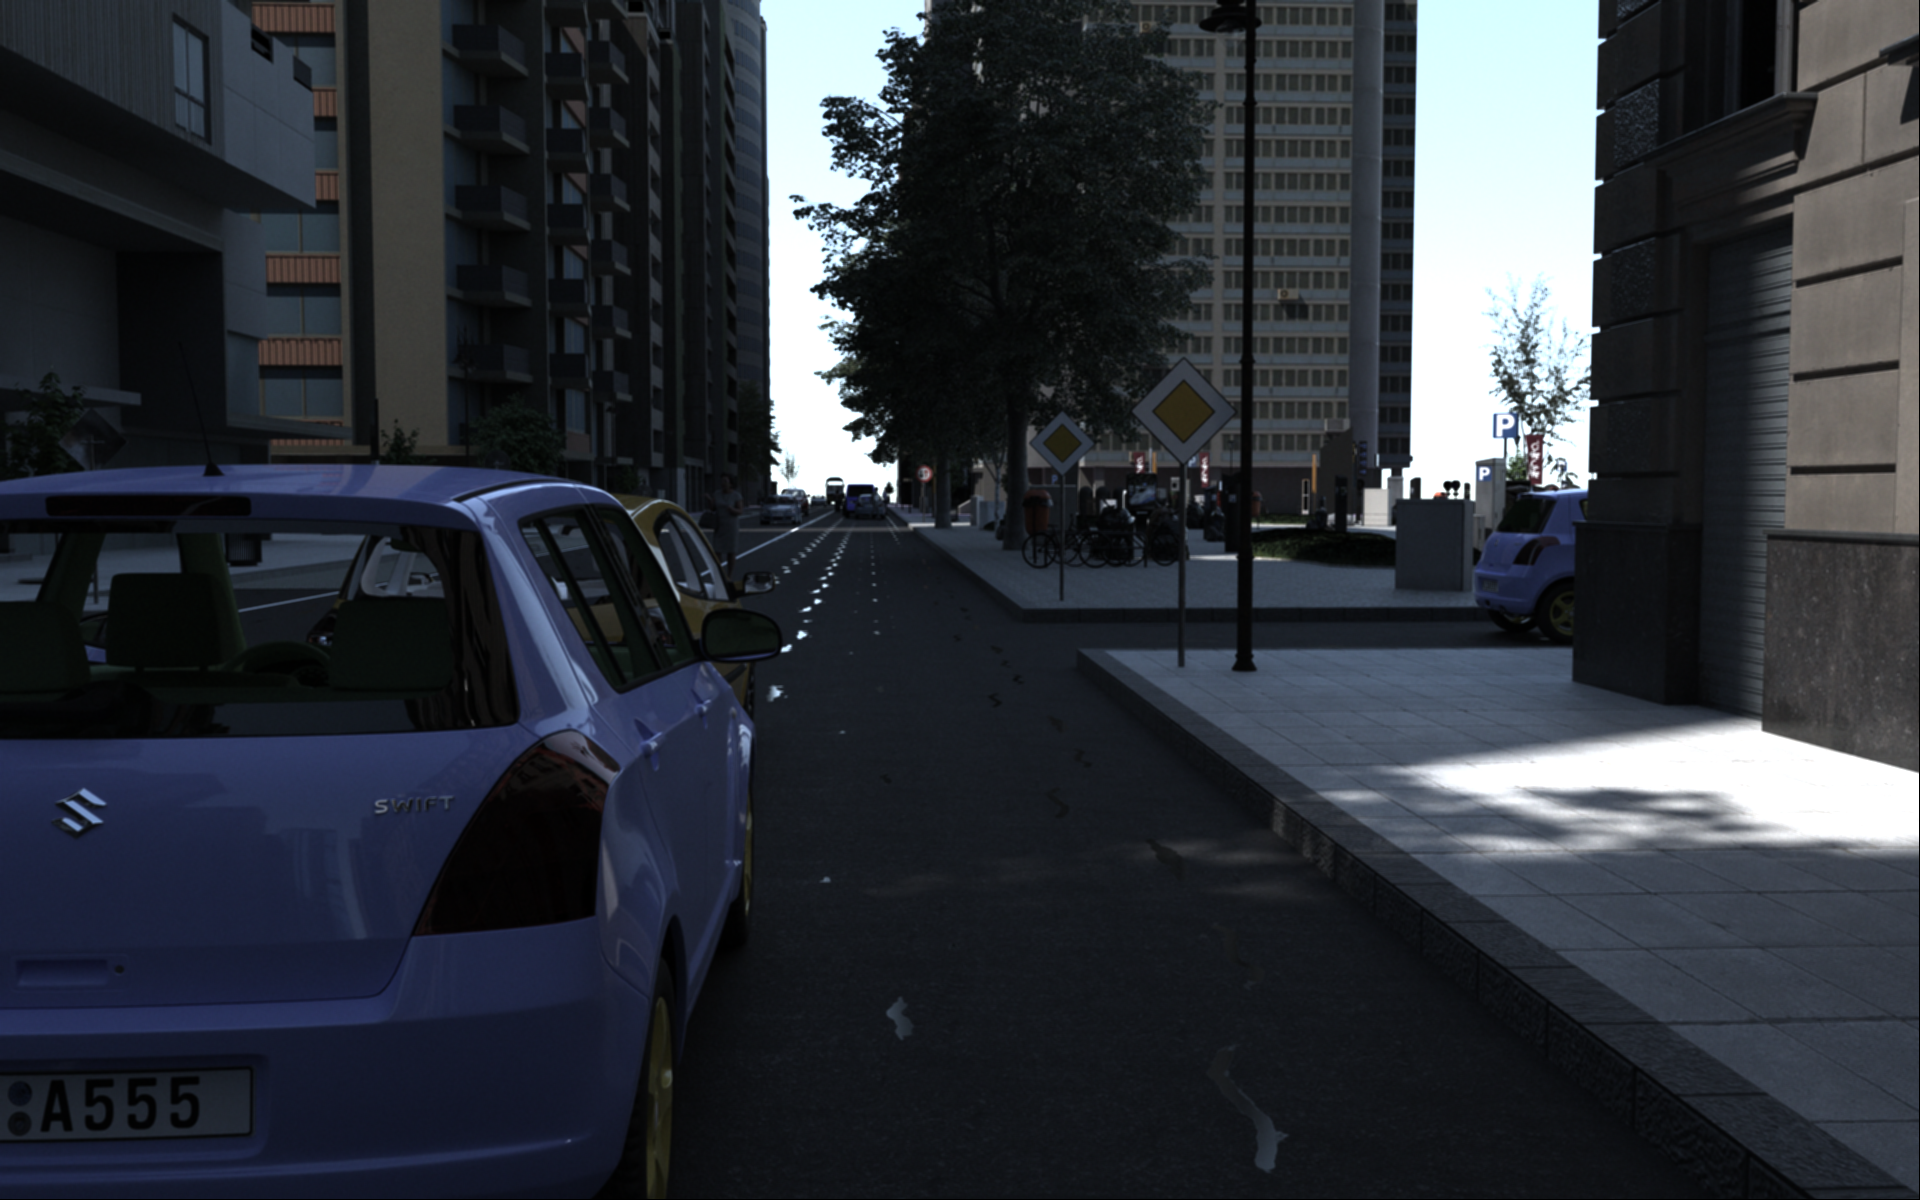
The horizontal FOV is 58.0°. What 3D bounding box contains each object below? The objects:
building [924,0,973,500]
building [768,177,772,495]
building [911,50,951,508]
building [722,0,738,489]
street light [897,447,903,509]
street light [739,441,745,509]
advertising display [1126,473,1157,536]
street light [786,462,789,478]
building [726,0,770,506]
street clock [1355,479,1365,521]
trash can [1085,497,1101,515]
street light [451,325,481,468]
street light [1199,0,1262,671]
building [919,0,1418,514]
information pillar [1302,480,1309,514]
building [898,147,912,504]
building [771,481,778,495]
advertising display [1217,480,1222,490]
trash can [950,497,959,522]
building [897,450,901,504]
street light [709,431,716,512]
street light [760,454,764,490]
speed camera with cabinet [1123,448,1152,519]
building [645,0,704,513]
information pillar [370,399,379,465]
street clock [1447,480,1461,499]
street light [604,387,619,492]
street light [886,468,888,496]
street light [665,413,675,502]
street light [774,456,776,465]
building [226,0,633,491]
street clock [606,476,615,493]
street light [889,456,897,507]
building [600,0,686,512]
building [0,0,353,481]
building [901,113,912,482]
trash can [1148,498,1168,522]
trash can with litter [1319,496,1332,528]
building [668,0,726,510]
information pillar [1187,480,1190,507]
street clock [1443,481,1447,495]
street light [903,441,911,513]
[{"bbox_3d":[10.850,-33.868,142.987,28.713,52.752,27.495,0,4,-3],"label":"building"},{"bbox_3d":[-30.830,-32.428,213.786,14.154,41.232,14.086,0,4,-3],"label":"building"},{"bbox_3d":[2.407,-29.374,163.852,14.154,41.232,14.086,0,4,-3],"label":"building"},{"bbox_3d":[-31.395,-32.439,154.077,21.300,48.544,21.600,0,4,-3],"label":"building"},{"bbox_3d":[-4.791,-10.469,143.952,0.468,5.910,1.993,0,4,-3],"label":"street light"},{"bbox_3d":[-18.994,-10.933,151.543,0.468,5.910,1.993,0,4,-3],"label":"street light"},{"bbox_3d":[5.567,-2.930,53.118,0.974,1.923,0.123,-1,4,-18],"label":"advertising display"},{"bbox_3d":[-23.323,-16.010,234.548,0.468,5.910,1.993,0,4,-3],"label":"street light"},{"bbox_3d":[-32.605,-39.757,192.027,21.231,58.520,28.212,0,4,-3],"label":"building"},{"bbox_3d":[18.939,-4.746,82.167,0.471,2.002,0.358,0,4,8],"label":"street clock"},{"bbox_3d":[6.173,-4.194,80.219,0.748,1.137,0.748,0,3,0],"label":"trash can"},{"bbox_3d":[-13.486,-4.563,47.397,0.468,5.910,1.993,0,4,-3],"label":"street light"},{"bbox_3d":[2.070,-2.425,12.433,0.468,5.910,1.993,0,4,-3],"label":"street light"},{"bbox_3d":[13.519,-26.046,117.740,32.217,40.220,23.993,0,4,-3],"label":"building"},{"bbox_3d":[17.637,-5.134,88.425,0.304,2.012,0.304,0,4,4],"label":"information pillar"},{"bbox_3d":[-0.821,-34.798,219.064,14.600,45.320,14.200,0,4,-3],"label":"building"},{"bbox_3d":[-40.988,-33.062,232.445,32.217,40.220,23.993,0,4,-3],"label":"building"},{"bbox_3d":[12.407,-4.654,81.302,0.974,1.923,0.123,-3,5,-43],"label":"advertising display"},{"bbox_3d":[-0.394,-4.189,80.148,0.748,1.137,0.748,0,3,0],"label":"trash can"},{"bbox_3d":[5.242,-24.257,241.648,27.650,21.520,28.899,0,4,-3],"label":"building"},{"bbox_3d":[-17.692,-9.267,124.310,0.468,5.910,1.993,0,4,-3],"label":"street light"},{"bbox_3d":[-20.538,-12.675,180.028,0.468,5.910,1.993,0,4,-3],"label":"street light"},{"bbox_3d":[7.799,-4.956,75.366,0.660,3.252,2.038,-1,4,-22],"label":"speed camera with cabinet"},{"bbox_3d":[-28.507,-41.597,118.364,20.563,71.187,20.611,0,4,-3],"label":"building"},{"bbox_3d":[-14.417,-3.141,42.713,0.183,3.616,0.504,-2,4,-33],"label":"information pillar"},{"bbox_3d":[25.868,-5.249,90.384,0.358,2.002,0.471,-2,4,-25],"label":"street clock"},{"bbox_3d":[-15.021,-6.250,74.969,0.468,5.910,1.993,0,4,-3],"label":"street light"},{"bbox_3d":[-9.202,-15.564,227.261,0.468,5.910,1.993,0,4,-3],"label":"street light"},{"bbox_3d":[-16.201,-7.594,96.953,0.468,5.910,1.993,0,4,-3],"label":"street light"},{"bbox_3d":[-22.002,-14.334,207.143,0.468,5.910,1.993,0,4,-3],"label":"street light"},{"bbox_3d":[-26.412,-25.669,74.307,22.147,44.769,28.867,0,4,-3],"label":"building"},{"bbox_3d":[-14.405,-4.085,71.361,0.358,2.002,0.471,-1,4,-23],"label":"street clock"},{"bbox_3d":[-7.728,-13.884,199.783,0.468,5.910,1.993,0,4,-3],"label":"street light"},{"bbox_3d":[-24.113,-20.211,102.151,14.160,30.474,14.107,0,4,-3],"label":"building"},{"bbox_3d":[-29.438,-27.095,32.235,28.713,52.752,27.495,0,4,-3],"label":"building"},{"bbox_3d":[4.444,-33.179,197.100,22.147,44.769,28.867,0,4,-3],"label":"building"},{"bbox_3d":[6.950,-3.024,61.093,0.748,1.137,0.748,0,3,0],"label":"trash can"},{"bbox_3d":[13.767,-3.328,65.476,1.678,1.210,2.233,0,4,7],"label":"trash can with litter"},{"bbox_3d":[-26.006,-27.716,136.749,14.154,41.232,14.086,0,4,-3],"label":"building"},{"bbox_3d":[11.387,-5.070,87.389,0.304,2.012,0.304,2,4,31],"label":"information pillar"},{"bbox_3d":[26.534,-5.484,94.236,0.358,2.002,0.471,-3,5,-41],"label":"street clock"},{"bbox_3d":[-3.372,-8.775,116.253,0.468,5.910,1.993,0,4,-3],"label":"street light"}]
